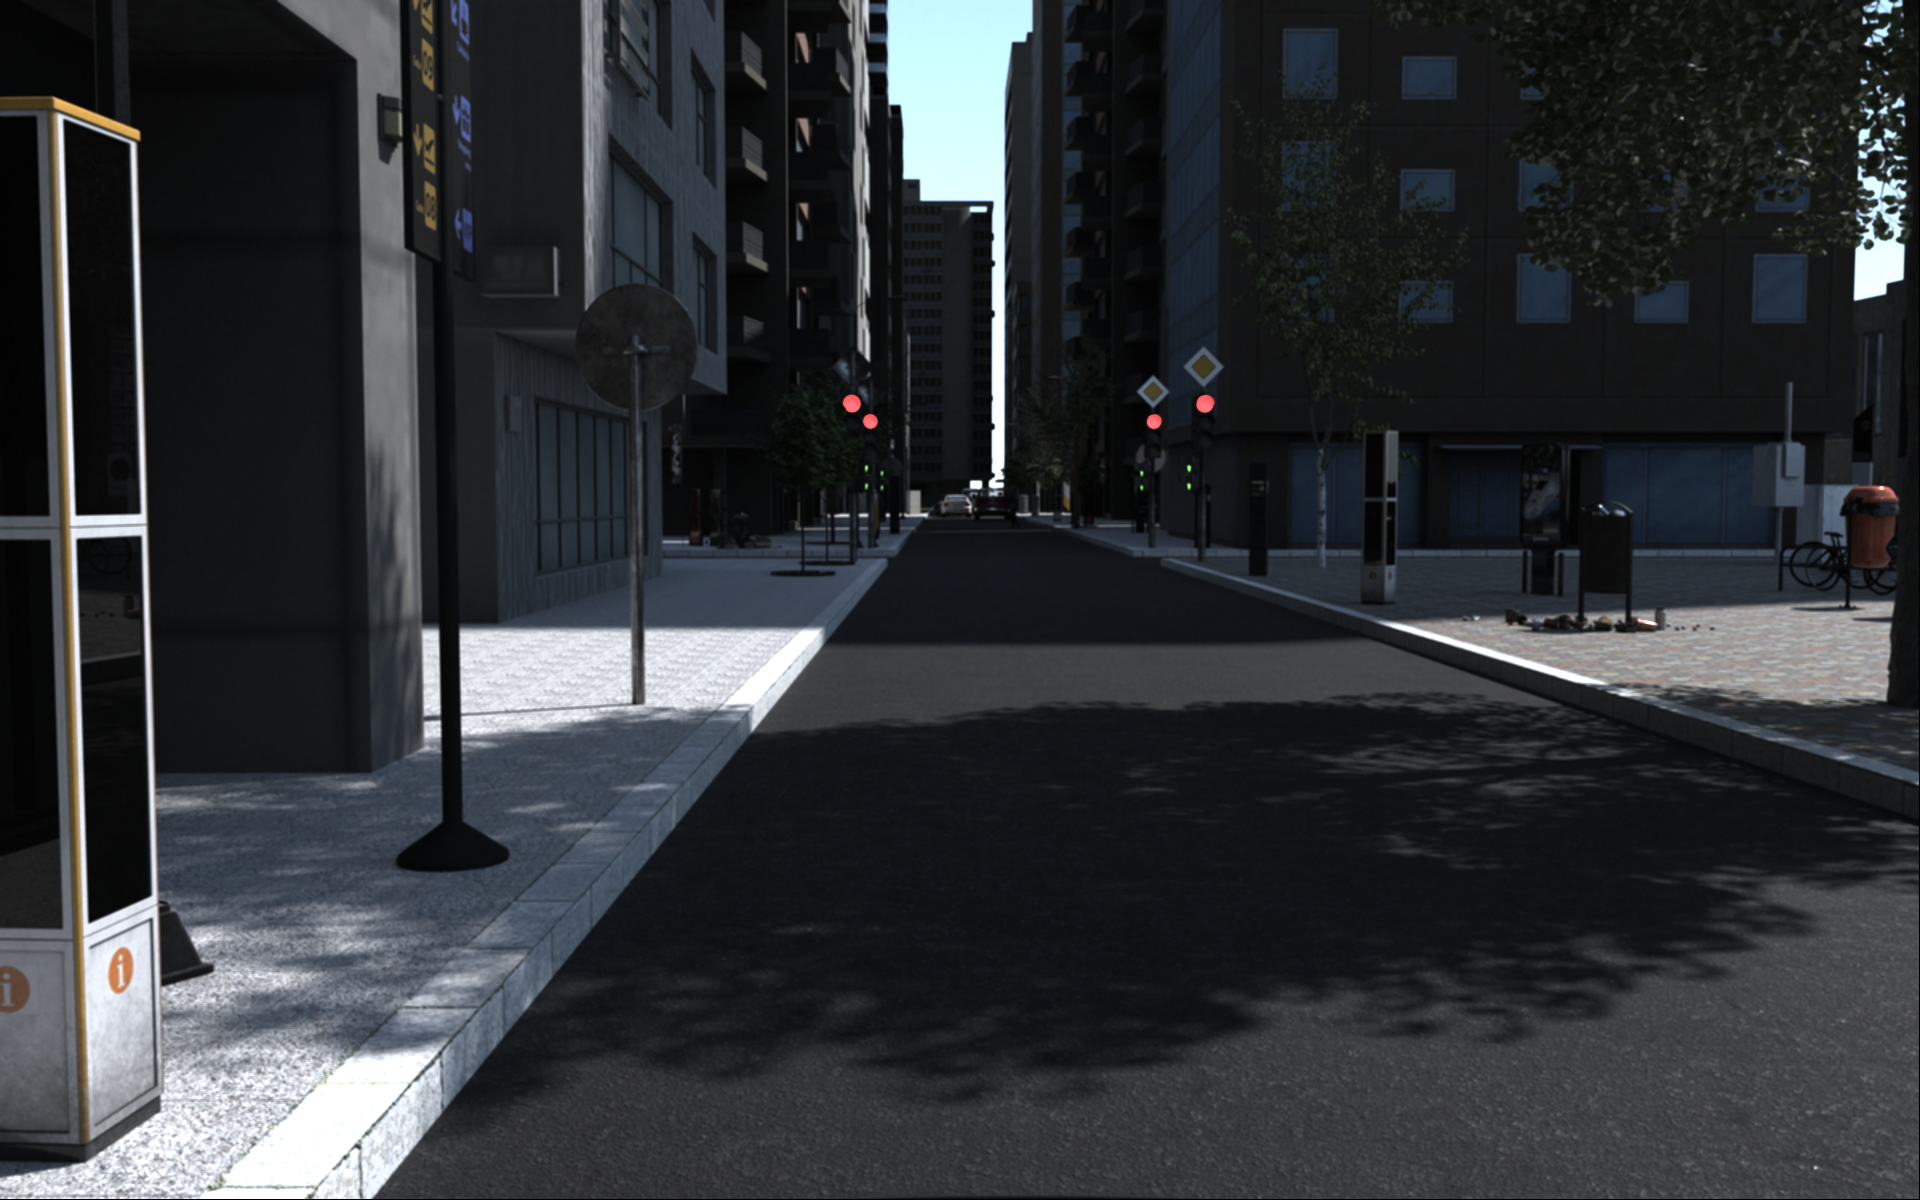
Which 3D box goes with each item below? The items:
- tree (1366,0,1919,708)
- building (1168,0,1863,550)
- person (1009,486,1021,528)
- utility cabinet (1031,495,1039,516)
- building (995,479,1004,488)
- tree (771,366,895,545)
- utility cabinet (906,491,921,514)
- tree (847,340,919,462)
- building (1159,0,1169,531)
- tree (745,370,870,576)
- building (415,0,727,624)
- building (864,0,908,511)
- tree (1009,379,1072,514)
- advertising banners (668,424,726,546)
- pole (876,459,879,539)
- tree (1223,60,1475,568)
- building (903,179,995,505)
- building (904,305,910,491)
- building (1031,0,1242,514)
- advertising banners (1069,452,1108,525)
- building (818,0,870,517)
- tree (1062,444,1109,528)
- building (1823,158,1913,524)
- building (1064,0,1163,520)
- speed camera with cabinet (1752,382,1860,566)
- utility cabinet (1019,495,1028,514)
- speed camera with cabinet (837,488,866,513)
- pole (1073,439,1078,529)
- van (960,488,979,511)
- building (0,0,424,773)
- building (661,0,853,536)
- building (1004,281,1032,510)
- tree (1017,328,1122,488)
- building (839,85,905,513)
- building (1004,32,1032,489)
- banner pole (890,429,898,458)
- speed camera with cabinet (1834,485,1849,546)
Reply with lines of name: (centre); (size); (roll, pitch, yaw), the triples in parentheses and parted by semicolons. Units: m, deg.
tree: (5.460, -5.635, 10.258); (7.486, 12.596, 7.792); (0, 3, 0)
building: (13.207, -24.166, 45.230); (14.200, 45.320, 14.600); (0, 4, 0)
person: (2.283, -3.885, 72.445); (0.534, 1.772, 0.576); (0, 4, -4)
utility cabinet: (4.331, -5.418, 99.751); (0.306, 1.237, 1.020); (1, 4, 11)
building: (18.799, -34.026, 210.941); (28.867, 44.769, 22.147); (0, 4, 0)
tree: (-3.229, -3.727, 44.658); (4.285, 4.588, 4.351); (0, 3, 0)
utility cabinet: (-2.918, -6.080, 108.090); (0.318, 1.500, 1.173); (2, 4, 32)
tree: (-4.029, -8.145, 83.531); (4.360, 8.622, 3.978); (0, 3, 0)
building: (14.180, -17.845, 63.470); (14.160, 30.474, 14.107); (0, 4, 0)
tree: (-2.444, -1.996, 27.229); (1.663, 3.219, 1.824); (0, 3, 0)
building: (-10.603, -20.737, 22.646); (14.086, 41.232, 14.154); (0, 4, 0)
building: (-15.473, -50.834, 143.814); (22.319, 86.520, 31.000); (0, 4, 0)
tree: (5.285, -9.853, 111.460); (4.360, 8.622, 3.978); (0, 3, 0)
advertising banners: (-6.520, -2.851, 42.809); (2.074, 3.025, 0.090); (3, 5, 40)
pole: (-2.414, -3.384, 49.177); (0.158, 3.312, 0.155); (0, 3, 0)
tree: (6.352, -4.858, 29.785); (4.737, 8.622, 4.395); (0, 3, 0)
building: (-7.674, -32.069, 216.210); (23.993, 40.220, 32.217); (0, 4, 0)
building: (-19.919, -20.348, 177.722); (28.899, 21.520, 27.650); (0, 4, 0)
building: (12.746, -29.506, 132.537); (14.600, 45.320, 14.200); (0, 4, 0)
advertising banners: (5.365, -4.644, 72.118); (2.074, 3.025, 0.090); (3, 5, 44)
building: (-19.123, -31.239, 99.990); (28.713, 52.752, 27.495); (0, 4, 0)
tree: (4.798, -4.394, 66.451); (1.663, 3.219, 1.824); (0, 3, 0)
building: (43.767, -45.032, 48.945); (31.000, 86.520, 22.319); (0, 4, 0)
building: (17.010, -26.781, 92.490); (22.147, 44.769, 28.867); (0, 4, 0)
speed camera with cabinet: (15.262, -2.255, 31.203); (2.038, 3.252, 0.660); (-1, 4, -21)
utility cabinet: (4.146, -6.227, 112.968); (0.306, 1.237, 1.020); (-1, 4, -18)
speed camera with cabinet: (-7.336, -7.450, 116.143); (2.038, 3.252, 0.660); (1, 4, 10)
pole: (4.262, -4.275, 63.734); (0.158, 3.312, 0.155); (0, 3, 0)
van: (0.730, -7.197, 124.683); (2.013, 2.044, 4.112); (0, 4, -2)
building: (-12.875, -34.479, 1.990); (20.563, 71.187, 20.611); (0, 4, 0)
building: (-15.496, -25.047, 64.148); (22.147, 44.769, 28.867); (0, 4, 0)
building: (18.294, -18.967, 155.148); (27.650, 21.520, 28.899); (0, 4, 0)
tree: (4.902, -7.691, 76.113); (4.737, 8.622, 4.395); (0, 3, 0)
building: (-11.162, -21.481, 122.908); (14.160, 30.474, 14.107); (0, 4, 0)
building: (15.590, -33.994, 179.505); (21.300, 48.544, 21.600); (0, 4, 0)
banner pole: (-2.530, -4.667, 66.317); (0.401, 3.779, 0.863); (1, 4, 18)
speed camera with cabinet: (22.431, -2.908, 41.878); (2.038, 3.252, 0.660); (0, 4, 4)
